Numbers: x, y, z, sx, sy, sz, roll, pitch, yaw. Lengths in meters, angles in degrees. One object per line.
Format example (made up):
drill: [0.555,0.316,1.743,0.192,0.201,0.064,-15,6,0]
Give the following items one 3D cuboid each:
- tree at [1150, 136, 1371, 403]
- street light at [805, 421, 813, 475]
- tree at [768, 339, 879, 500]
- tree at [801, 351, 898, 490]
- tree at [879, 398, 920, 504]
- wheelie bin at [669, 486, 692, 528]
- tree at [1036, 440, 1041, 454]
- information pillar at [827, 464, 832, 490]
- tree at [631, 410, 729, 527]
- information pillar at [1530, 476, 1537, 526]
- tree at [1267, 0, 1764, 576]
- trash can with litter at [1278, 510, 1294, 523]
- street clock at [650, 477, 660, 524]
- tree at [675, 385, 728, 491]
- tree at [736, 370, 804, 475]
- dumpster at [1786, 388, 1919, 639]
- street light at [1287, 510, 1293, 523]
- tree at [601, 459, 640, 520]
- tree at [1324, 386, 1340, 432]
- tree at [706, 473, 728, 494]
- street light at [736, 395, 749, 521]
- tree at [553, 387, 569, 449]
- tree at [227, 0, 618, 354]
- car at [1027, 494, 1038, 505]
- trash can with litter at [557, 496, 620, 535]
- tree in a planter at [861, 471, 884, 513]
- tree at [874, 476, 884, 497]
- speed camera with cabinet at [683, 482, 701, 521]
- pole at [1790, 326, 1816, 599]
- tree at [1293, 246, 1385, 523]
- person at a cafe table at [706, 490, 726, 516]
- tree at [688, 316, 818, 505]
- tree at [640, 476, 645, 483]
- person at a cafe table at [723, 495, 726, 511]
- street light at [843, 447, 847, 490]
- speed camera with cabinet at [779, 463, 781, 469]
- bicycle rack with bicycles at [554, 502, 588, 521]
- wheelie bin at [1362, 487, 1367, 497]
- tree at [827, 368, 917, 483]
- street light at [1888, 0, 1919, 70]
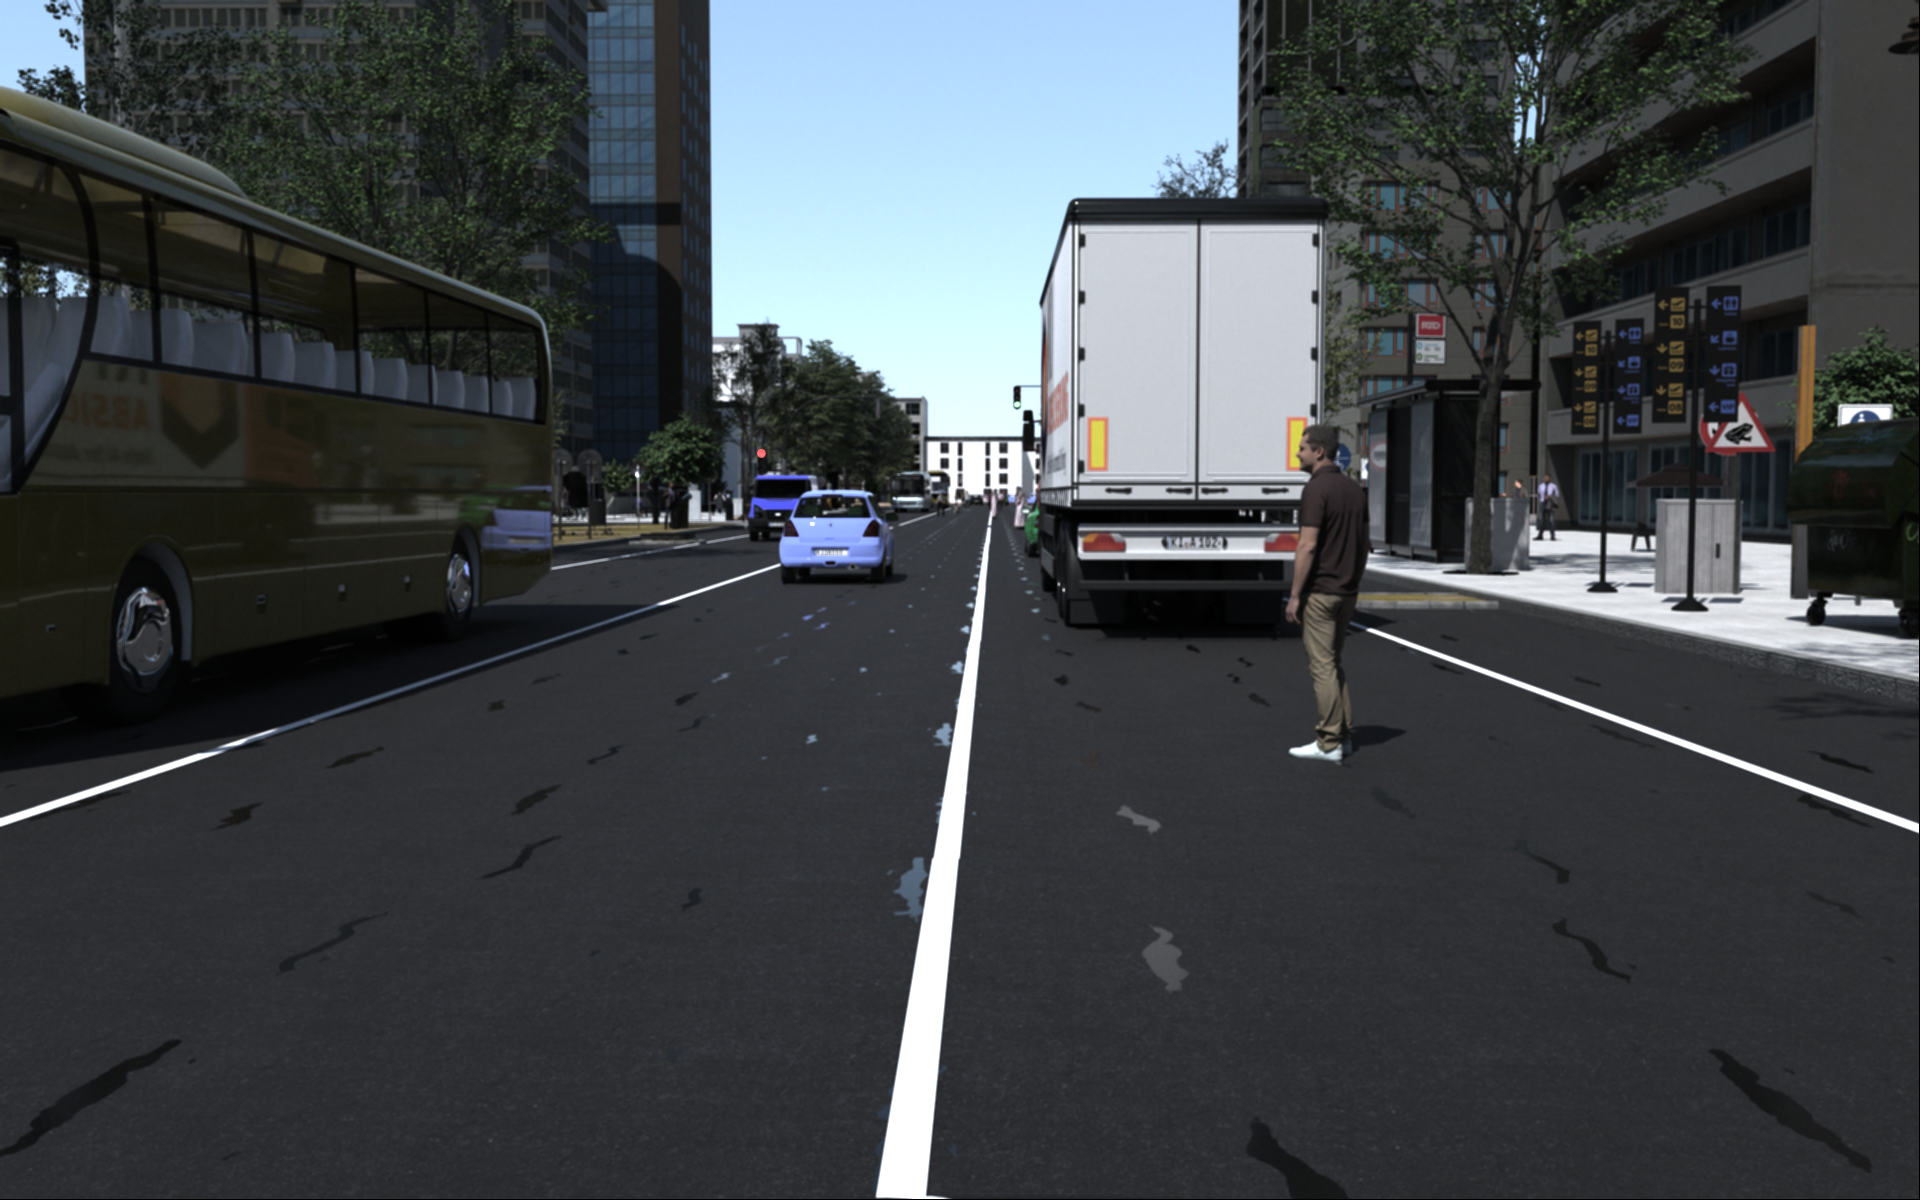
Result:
tree: [8.683,-9.185,60.551,12.009,13.543,11.850,0,3,0]
street light: [-9.582,-8.371,109.653,0.468,5.910,1.993,0,4,1]
tree: [-10.336,-12.729,126.245,7.486,12.596,7.792,0,3,0]
tree: [-9.871,-15.055,152.803,9.857,13.997,8.962,0,3,0]
tree: [-8.870,-16.620,189.859,7.486,12.596,7.792,0,3,0]
wheelie bin: [-10.448,-3.467,64.586,0.980,1.594,0.693,-2,4,-25]
tree: [10.717,-13.101,148.609,8.767,10.594,7.601,-1,4,-10]
information pillar: [-10.038,-8.683,133.328,0.183,3.616,0.504,-3,5,-40]
tree: [-10.807,-5.151,67.925,4.285,4.588,4.351,0,3,0]
information pillar: [23.424,-4.041,70.559,0.304,2.012,0.304,-1,4,-14]
tree: [8.466,-6.209,27.279,9.928,11.665,9.643,0,3,0]
trash can with litter: [9.624,-2.474,51.841,0.624,1.170,1.055,-2,4,-28]
street clock: [-12.869,-4.198,73.209,0.358,2.002,0.471,2,4,32]
tree: [-17.767,-10.210,117.296,4.360,8.622,3.978,0,3,0]
tree: [-10.586,-9.107,99.258,4.737,8.622,4.395,0,3,0]
dumpster: [8.815,-0.826,15.997,1.502,2.255,1.985,0,4,1]
street light: [8.191,-4.284,42.831,0.468,5.910,1.993,0,4,1]
tree: [-17.363,-5.621,86.497,1.663,3.219,1.824,0,3,0]
tree: [16.345,-8.249,85.230,4.360,8.622,3.978,0,3,0]
tree: [-18.837,-8.603,135.254,1.663,3.219,1.824,0,3,0]
street light: [-10.135,-6.614,80.931,0.468,5.910,1.993,0,4,1]
tree: [-23.401,-8.780,93.919,4.737,8.622,4.395,0,3,0]
tree: [-11.059,-6.752,36.147,9.928,11.665,9.643,0,3,0]
car: [9.367,-12.642,216.292,1.945,1.707,3.694,0,4,1]
trash can with litter: [-11.755,-2.641,54.241,2.233,1.210,1.678,-1,4,-14]
tree in a planter: [-6.824,-8.271,132.451,1.991,3.239,1.994,0,4,1]
tree: [-8.987,-11.363,180.385,1.663,3.219,1.824,0,3,0]
speed camera with cabinet: [-12.900,-5.453,83.492,0.660,3.252,2.038,-1,4,-17]
pole: [10.274,-1.667,21.104,0.158,3.312,0.155,0,3,0]
tree: [9.317,-5.937,47.437,4.737,8.622,4.395,0,3,0]
person at a cafe table: [-14.254,-5.797,103.303,1.698,1.524,1.622,0,4,0]
tree: [-10.879,-9.551,90.569,7.601,10.594,8.767,0,4,1]
tree: [-18.365,-6.242,96.653,1.663,3.219,1.824,0,3,0]
person at a cafe table: [-17.313,-7.319,130.527,1.698,1.238,1.726,3,5,42]
street light: [-9.070,-10.128,138.375,0.468,5.910,1.993,0,4,1]
speed camera with cabinet: [-12.136,-7.096,110.363,2.038,3.252,0.660,-1,4,-14]
bicycle rack with bicycles: [-18.774,-4.218,82.348,2.925,0.926,2.852,-1,4,-21]
wheelie bin: [18.786,-4.411,80.021,0.980,1.594,0.693,-2,4,-27]
tree: [-8.945,-15.711,167.241,12.009,13.543,11.850,0,3,0]
street light: [7.577,-2.464,13.072,0.468,5.910,1.993,0,4,1]
